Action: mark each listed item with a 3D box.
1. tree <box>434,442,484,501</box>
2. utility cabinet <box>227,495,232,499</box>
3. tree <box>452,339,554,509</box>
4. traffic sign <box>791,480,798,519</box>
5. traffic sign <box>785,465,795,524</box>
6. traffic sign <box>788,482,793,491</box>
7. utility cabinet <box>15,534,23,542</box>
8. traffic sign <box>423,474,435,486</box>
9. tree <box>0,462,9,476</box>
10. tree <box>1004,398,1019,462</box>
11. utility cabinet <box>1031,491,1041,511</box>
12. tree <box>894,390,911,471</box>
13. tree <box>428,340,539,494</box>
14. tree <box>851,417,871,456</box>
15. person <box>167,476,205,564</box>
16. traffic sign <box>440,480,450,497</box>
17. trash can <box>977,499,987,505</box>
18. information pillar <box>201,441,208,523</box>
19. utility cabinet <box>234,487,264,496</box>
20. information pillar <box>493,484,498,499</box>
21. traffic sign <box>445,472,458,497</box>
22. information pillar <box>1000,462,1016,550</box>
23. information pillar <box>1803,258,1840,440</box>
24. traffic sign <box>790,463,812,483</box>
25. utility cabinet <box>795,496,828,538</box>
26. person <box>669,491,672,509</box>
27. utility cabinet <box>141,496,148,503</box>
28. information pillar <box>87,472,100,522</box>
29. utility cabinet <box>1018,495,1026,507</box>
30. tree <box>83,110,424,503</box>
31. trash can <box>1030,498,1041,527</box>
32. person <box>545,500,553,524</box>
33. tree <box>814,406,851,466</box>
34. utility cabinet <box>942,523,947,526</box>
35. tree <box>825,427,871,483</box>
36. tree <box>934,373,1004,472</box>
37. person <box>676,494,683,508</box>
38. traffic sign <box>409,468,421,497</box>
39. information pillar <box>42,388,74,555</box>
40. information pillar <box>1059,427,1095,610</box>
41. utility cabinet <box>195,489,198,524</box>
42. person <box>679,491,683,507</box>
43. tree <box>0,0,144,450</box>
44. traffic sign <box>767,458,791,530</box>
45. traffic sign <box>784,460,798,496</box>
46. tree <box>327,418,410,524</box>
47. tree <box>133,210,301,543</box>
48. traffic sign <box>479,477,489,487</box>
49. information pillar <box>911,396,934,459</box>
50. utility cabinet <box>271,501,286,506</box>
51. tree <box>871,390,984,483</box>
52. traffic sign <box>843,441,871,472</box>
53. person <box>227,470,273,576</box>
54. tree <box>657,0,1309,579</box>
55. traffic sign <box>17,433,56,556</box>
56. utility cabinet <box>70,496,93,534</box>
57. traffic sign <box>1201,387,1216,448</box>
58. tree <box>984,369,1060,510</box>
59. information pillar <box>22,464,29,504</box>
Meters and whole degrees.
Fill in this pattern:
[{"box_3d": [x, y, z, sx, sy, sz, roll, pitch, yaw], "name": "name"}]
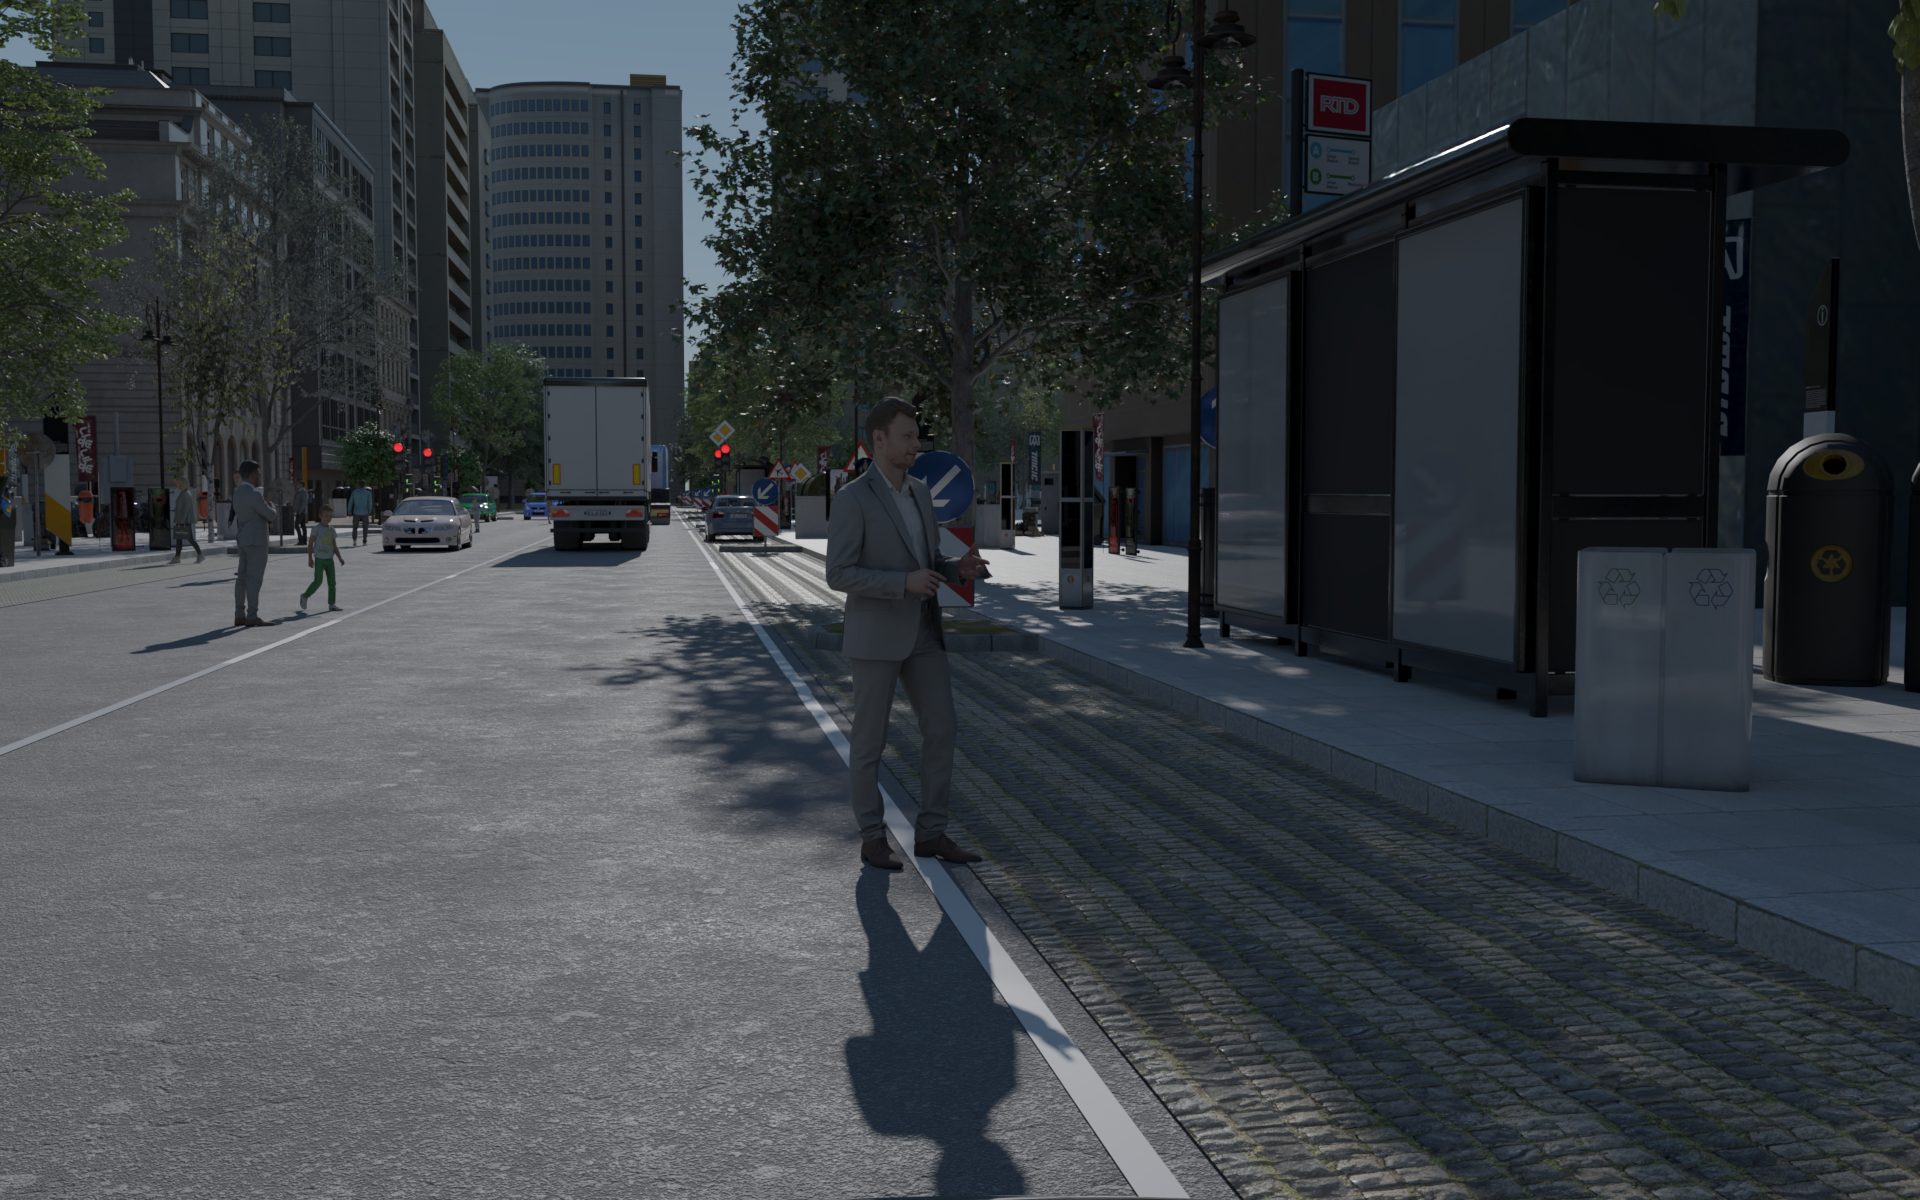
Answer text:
[{"box_3d": [-31.551, -7.678, 109.254, 4.285, 4.588, 4.351, 0, 3, 0], "name": "tree"}, {"box_3d": [-34.261, -4.347, 82.228, 0.306, 1.237, 1.020, 2, 4, 27], "name": "utility cabinet"}, {"box_3d": [-37.394, -14.517, 144.001, 9.857, 13.997, 8.962, 0, 3, 0], "name": "tree"}, {"box_3d": [-8.684, -5.354, 89.661, 0.606, 2.300, 0.079, 0, 3, 0], "name": "traffic sign"}, {"box_3d": [-7.332, -4.574, 74.892, 0.768, 2.556, 0.104, 0, 4, -3], "name": "traffic sign"}, {"box_3d": [-8.670, -5.336, 87.345, 0.768, 2.556, 0.104, 0, 4, -7], "name": "traffic sign"}, {"box_3d": [-25.807, -2.166, 46.569, 1.020, 1.237, 0.306, -2, 4, -29], "name": "utility cabinet"}, {"box_3d": [-26.943, -5.246, 87.897, 0.606, 2.300, 0.079, 0, 4, 0], "name": "traffic sign"}, {"box_3d": [-31.233, -3.695, 55.020, 1.663, 3.219, 1.824, 0, 3, 0], "name": "tree"}, {"box_3d": [4.850, -10.535, 122.607, 4.737, 8.622, 4.395, 0, 3, 0], "name": "tree"}, {"box_3d": [5.781, -7.557, 132.235, 0.318, 1.500, 1.173, -3, 5, -42], "name": "utility cabinet"}, {"box_3d": [-3.690, -9.515, 105.940, 4.737, 8.622, 4.395, 0, 3, 0], "name": "tree"}, {"box_3d": [-31.955, -11.657, 116.346, 9.928, 11.665, 9.643, 0, 3, 0], "name": "tree"}, {"box_3d": [-5.285, -10.867, 128.032, 4.360, 8.622, 3.978, 0, 3, 0], "name": "tree"}, {"box_3d": [-15.869, -1.640, 35.496, 0.728, 1.800, 0.709, -2, 4, -32], "name": "person"}, {"box_3d": [-30.484, -6.149, 102.671, 0.606, 2.300, 0.079, -1, 4, -8], "name": "traffic sign"}, {"box_3d": [0.373, -2.173, 47.179, 0.748, 1.137, 0.748, 0, 3, 0], "name": "trash can"}, {"box_3d": [-33.223, -5.188, 76.182, 0.183, 3.616, 0.504, 0, 4, -8], "name": "information pillar"}, {"box_3d": [-23.456, -2.966, 57.176, 0.318, 1.500, 1.173, 1, 4, 13], "name": "utility cabinet"}, {"box_3d": [-33.199, -7.311, 124.020, 0.304, 2.012, 0.304, 0, 4, 3], "name": "information pillar"}, {"box_3d": [-29.948, -6.229, 101.951, 0.768, 2.556, 0.104, 0, 4, -4], "name": "traffic sign"}, {"box_3d": [1.100, -2.170, 39.976, 0.304, 2.012, 0.304, 1, 4, 15], "name": "information pillar"}, {"box_3d": [8.669, -1.597, 17.474, 0.183, 3.616, 0.504, 0, 4, 0], "name": "information pillar"}, {"box_3d": [-5.866, -3.832, 63.842, 0.795, 2.450, 0.064, 0, 4, -6], "name": "traffic sign"}, {"box_3d": [-4.370, -2.453, 51.265, 1.020, 1.237, 0.306, 0, 4, -4], "name": "utility cabinet"}, {"box_3d": [-28.579, -9.861, 170.518, 0.721, 1.735, 1.217, -1, 4, -22], "name": "person"}, {"box_3d": [-34.753, -3.862, 74.301, 1.020, 1.237, 0.306, 3, 4, 39], "name": "utility cabinet"}, {"box_3d": [-29.262, -3.303, 58.498, 0.304, 2.012, 0.304, 3, 5, 45], "name": "information pillar"}, {"box_3d": [5.519, -8.502, 150.175, 1.020, 1.237, 0.306, 0, 4, 6], "name": "utility cabinet"}, {"box_3d": [-21.954, -8.837, 54.862, 12.009, 13.543, 11.850, 0, 3, 0], "name": "tree"}, {"box_3d": [3.093, -3.469, 68.369, 0.748, 1.137, 0.748, 0, 3, 0], "name": "trash can"}, {"box_3d": [-19.502, -4.510, 82.573, 0.599, 1.781, 0.374, 3, 5, 39], "name": "person"}, {"box_3d": [-10.194, -11.638, 140.650, 4.360, 8.622, 3.978, 0, 3, 0], "name": "tree"}, {"box_3d": [-0.371, -2.013, 41.590, 0.318, 1.500, 1.173, 3, 5, 43], "name": "utility cabinet"}, {"box_3d": [-3.129, -3.375, 49.782, 1.663, 3.219, 1.824, 0, 3, 0], "name": "tree"}, {"box_3d": [0.281, -13.782, 143.465, 7.486, 12.596, 7.792, 0, 3, 0], "name": "tree"}, {"box_3d": [-28.534, -10.058, 176.139, 0.628, 1.438, 0.799, 2, 4, 30], "name": "person"}, {"box_3d": [-27.005, -5.230, 85.615, 0.768, 2.556, 0.104, 0, 4, -4], "name": "traffic sign"}, {"box_3d": [-18.871, -2.744, 36.214, 0.504, 3.616, 0.183, -3, 4, -36], "name": "information pillar"}, {"box_3d": [1.295, -0.903, 19.259, 0.304, 2.012, 0.304, 2, 4, 29], "name": "information pillar"}, {"box_3d": [-33.265, -3.998, 74.044, 1.173, 1.500, 0.318, -2, 4, -33], "name": "utility cabinet"}, {"box_3d": [-28.713, -10.339, 178.093, 0.434, 1.755, 0.990, 0, 4, 5], "name": "person"}, {"box_3d": [-17.879, -6.743, 28.375, 7.486, 12.596, 7.792, 0, 3, 0], "name": "tree"}, {"box_3d": [-6.498, -3.801, 62.147, 0.884, 2.594, 0.081, -1, 4, -8], "name": "traffic sign"}, {"box_3d": [-6.353, -4.092, 66.909, 0.884, 2.594, 0.081, 0, 4, -1], "name": "traffic sign"}, {"box_3d": [-25.385, -5.552, 74.492, 4.285, 4.588, 4.351, 0, 3, 0], "name": "tree"}, {"box_3d": [-19.784, -5.835, 45.772, 4.360, 8.622, 3.978, 0, 3, 0], "name": "tree"}, {"box_3d": [-34.729, -7.721, 126.338, 0.768, 2.556, 0.104, -1, 4, -9], "name": "traffic sign"}, {"box_3d": [-0.738, -2.655, 34.756, 0.504, 3.616, 0.183, -1, 4, -21], "name": "information pillar"}, {"box_3d": [-23.749, -2.965, 59.633, 1.020, 1.237, 0.306, 0, 3, 0], "name": "utility cabinet"}, {"box_3d": [-1.771, -8.831, 94.747, 4.360, 8.622, 3.978, 0, 3, 0], "name": "tree"}, {"box_3d": [-2.419, -2.585, 42.270, 0.884, 2.594, 0.081, 0, 4, -4], "name": "traffic sign"}, {"box_3d": [-12.325, -1.317, 29.812, 0.659, 1.850, 0.755, 1, 4, 19], "name": "person"}, {"box_3d": [0.110, -6.686, 26.332, 9.611, 12.733, 9.660, 0, 3, 0], "name": "tree"}, {"box_3d": [-19.139, -2.189, 35.901, 0.768, 2.556, 0.104, 0, 4, -5], "name": "traffic sign"}, {"box_3d": [-28.230, -2.695, 55.226, 1.020, 1.237, 0.306, -3, 5, -43], "name": "utility cabinet"}, {"box_3d": [3.111, -1.232, 20.255, 0.768, 2.556, 0.104, 0, 4, 0], "name": "traffic sign"}, {"box_3d": [3.823, -8.980, 97.182, 4.360, 8.622, 3.978, 0, 3, 0], "name": "tree"}, {"box_3d": [-39.256, -4.977, 72.723, 0.183, 3.616, 0.504, -3, 5, -44], "name": "information pillar"}]
